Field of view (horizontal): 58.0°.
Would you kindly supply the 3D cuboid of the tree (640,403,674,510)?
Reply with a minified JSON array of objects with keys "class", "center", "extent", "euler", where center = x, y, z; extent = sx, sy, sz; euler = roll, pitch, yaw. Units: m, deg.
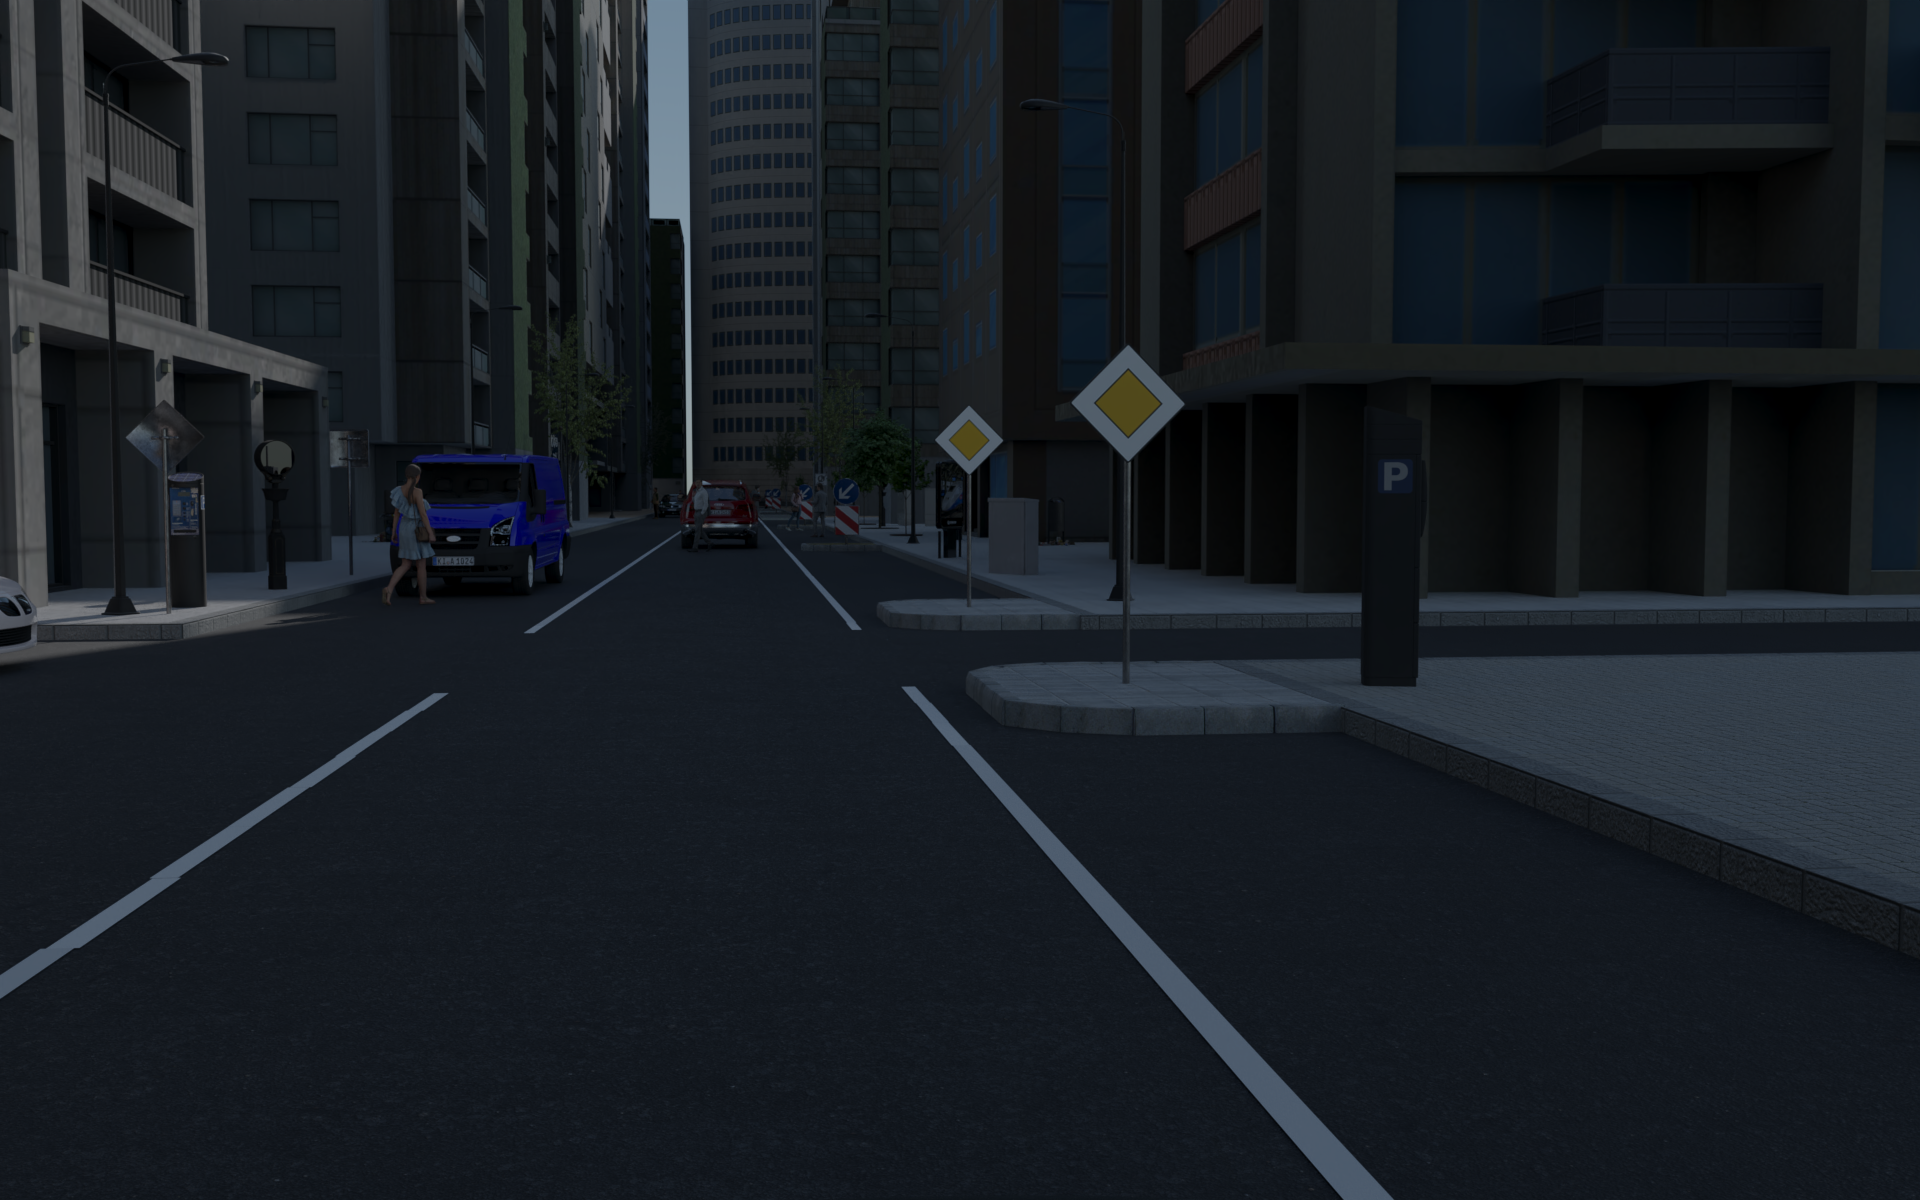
[{"class":"tree","center":[-25.043,-11.520,138.706],"extent":[4.360,8.622,3.978],"euler":[0,3,0]}]

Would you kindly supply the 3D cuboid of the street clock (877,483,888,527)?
[{"class":"street clock","center":[-3.071,-3.907,68.441],"extent":[0.358,2.002,0.471],"euler":[3,4,37]}]

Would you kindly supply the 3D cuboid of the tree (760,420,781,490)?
[{"class":"tree","center":[-16.641,-13.030,163.395],"extent":[4.737,8.622,4.395],"euler":[0,3,0]}]

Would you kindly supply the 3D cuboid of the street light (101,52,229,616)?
[{"class":"street light","center":[-8.401,-2.800,18.328],"extent":[1.470,5.913,1.316],"euler":[0,4,-7]}]

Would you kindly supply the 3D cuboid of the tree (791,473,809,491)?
[{"class":"tree","center":[-14.561,-9.929,156.933],"extent":[1.663,3.219,1.824],"euler":[0,3,0]}]

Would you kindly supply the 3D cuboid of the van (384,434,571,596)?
[{"class":"van","center":[-7.166,-1.331,26.144],"extent":[2.240,2.365,5.245],"euler":[0,4,-6]}]

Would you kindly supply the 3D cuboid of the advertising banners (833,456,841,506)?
[{"class":"advertising banners","center":[-5.420,-4.931,76.812],"extent":[0.090,3.025,2.074],"euler":[0,4,4]}]

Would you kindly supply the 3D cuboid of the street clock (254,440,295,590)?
[{"class":"street clock","center":[-9.182,-1.142,23.248],"extent":[0.471,2.002,0.358],"euler":[-3,5,-42]}]

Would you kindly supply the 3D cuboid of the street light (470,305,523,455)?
[{"class":"street light","center":[-11.457,-4.291,42.698],"extent":[1.470,5.913,1.316],"euler":[0,4,-7]}]

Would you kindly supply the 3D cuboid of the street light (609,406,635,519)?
[{"class":"street light","center":[-17.735,-7.236,90.853],"extent":[1.470,5.913,1.316],"euler":[0,4,-7]}]

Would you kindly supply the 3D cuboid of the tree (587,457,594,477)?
[{"class":"tree","center":[-21.013,-6.573,91.186],"extent":[4.285,4.588,4.351],"euler":[0,3,0]}]

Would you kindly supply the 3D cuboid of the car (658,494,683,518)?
[{"class":"car","center":[-17.613,-5.918,106.540],"extent":[2.009,1.686,4.222],"euler":[0,4,-6]}]

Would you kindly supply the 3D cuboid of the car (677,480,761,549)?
[{"class":"car","center":[-6.563,-2.357,47.217],"extent":[2.281,1.827,5.304],"euler":[0,4,-8]}]

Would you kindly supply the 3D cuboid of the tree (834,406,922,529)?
[{"class":"tree","center":[-3.061,-4.923,64.213],"extent":[4.285,4.588,4.351],"euler":[0,3,0]}]

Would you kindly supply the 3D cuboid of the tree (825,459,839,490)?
[{"class":"tree","center":[-5.156,-5.246,80.367],"extent":[1.663,3.219,1.824],"euler":[0,3,0]}]

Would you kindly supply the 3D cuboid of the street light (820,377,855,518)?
[{"class":"street light","center":[-4.770,-5.898,68.980],"extent":[1.470,5.913,1.316],"euler":[0,4,-7]}]

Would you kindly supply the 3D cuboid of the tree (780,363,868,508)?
[{"class":"tree","center":[-7.078,-8.943,96.576],"extent":[4.737,8.622,4.395],"euler":[0,3,0]}]

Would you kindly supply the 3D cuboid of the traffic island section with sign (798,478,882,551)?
[{"class":"traffic island section with sign","center":[-3.058,-2.182,44.309],"extent":[1.989,1.847,2.006],"euler":[0,4,-7]}]

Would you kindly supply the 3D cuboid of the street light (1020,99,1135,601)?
[{"class":"street light","center":[1.397,-2.940,20.617],"extent":[1.470,5.913,1.316],"euler":[0,4,-7]}]

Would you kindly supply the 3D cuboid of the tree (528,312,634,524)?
[{"class":"tree","center":[-15.711,-7.333,70.259],"extent":[4.737,8.622,4.395],"euler":[0,3,0]}]

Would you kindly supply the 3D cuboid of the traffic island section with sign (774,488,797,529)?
[{"class":"traffic island section with sign","center":[-6.496,-3.818,71.045],"extent":[1.989,1.847,2.006],"euler":[0,4,-7]}]

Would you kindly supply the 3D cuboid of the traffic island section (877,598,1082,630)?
[{"class":"traffic island section","center":[0.122,0.160,19.663],"extent":[2.009,0.180,2.903],"euler":[0,4,-7]}]

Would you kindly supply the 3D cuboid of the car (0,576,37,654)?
[{"class":"car","center":[-9.934,-0.078,13.639],"extent":[4.827,1.381,2.083],"euler":[0,4,-7]}]

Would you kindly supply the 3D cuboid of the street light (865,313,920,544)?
[{"class":"street light","center":[-1.750,-4.412,44.670],"extent":[1.470,5.913,1.316],"euler":[0,4,-7]}]

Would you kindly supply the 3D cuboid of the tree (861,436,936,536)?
[{"class":"tree","center":[-1.741,-3.572,53.005],"extent":[1.663,3.219,1.824],"euler":[0,3,0]}]

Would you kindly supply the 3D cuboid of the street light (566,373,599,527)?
[{"class":"street light","center":[-14.543,-5.751,66.568],"extent":[1.470,5.913,1.316],"euler":[0,4,-7]}]

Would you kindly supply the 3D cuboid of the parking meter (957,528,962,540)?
[{"class":"parking meter","center":[-0.124,-2.448,48.431],"extent":[0.372,1.533,0.369],"euler":[0,3,0]}]

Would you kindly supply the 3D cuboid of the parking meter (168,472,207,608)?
[{"class":"parking meter","center":[-8.763,-0.687,19.644],"extent":[0.372,1.533,0.369],"euler":[0,3,0]}]

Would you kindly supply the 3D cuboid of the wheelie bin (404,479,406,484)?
[{"class":"wheelie bin","center":[-11.833,-1.815,37.582],"extent":[0.693,1.594,0.980],"euler":[2,4,27]}]

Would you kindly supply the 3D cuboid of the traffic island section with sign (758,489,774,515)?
[{"class":"traffic island section with sign","center":[-12.985,-6.887,121.222],"extent":[1.989,1.847,2.006],"euler":[0,4,-7]}]

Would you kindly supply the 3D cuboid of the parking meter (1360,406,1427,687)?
[{"class":"parking meter","center":[2.907,-0.361,11.606],"extent":[0.399,1.863,0.255],"euler":[0,4,7]}]

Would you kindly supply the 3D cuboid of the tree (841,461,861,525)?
[{"class":"tree","center":[-4.038,-4.755,72.348],"extent":[1.663,3.219,1.824],"euler":[0,3,0]}]

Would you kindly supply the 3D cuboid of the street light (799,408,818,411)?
[{"class":"street light","center":[-7.941,-7.384,93.272],"extent":[1.470,5.913,1.316],"euler":[0,4,-7]}]

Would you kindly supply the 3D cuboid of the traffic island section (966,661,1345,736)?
[{"class":"traffic island section","center":[1.143,0.645,11.743],"extent":[2.009,0.180,2.903],"euler":[0,4,-7]}]
